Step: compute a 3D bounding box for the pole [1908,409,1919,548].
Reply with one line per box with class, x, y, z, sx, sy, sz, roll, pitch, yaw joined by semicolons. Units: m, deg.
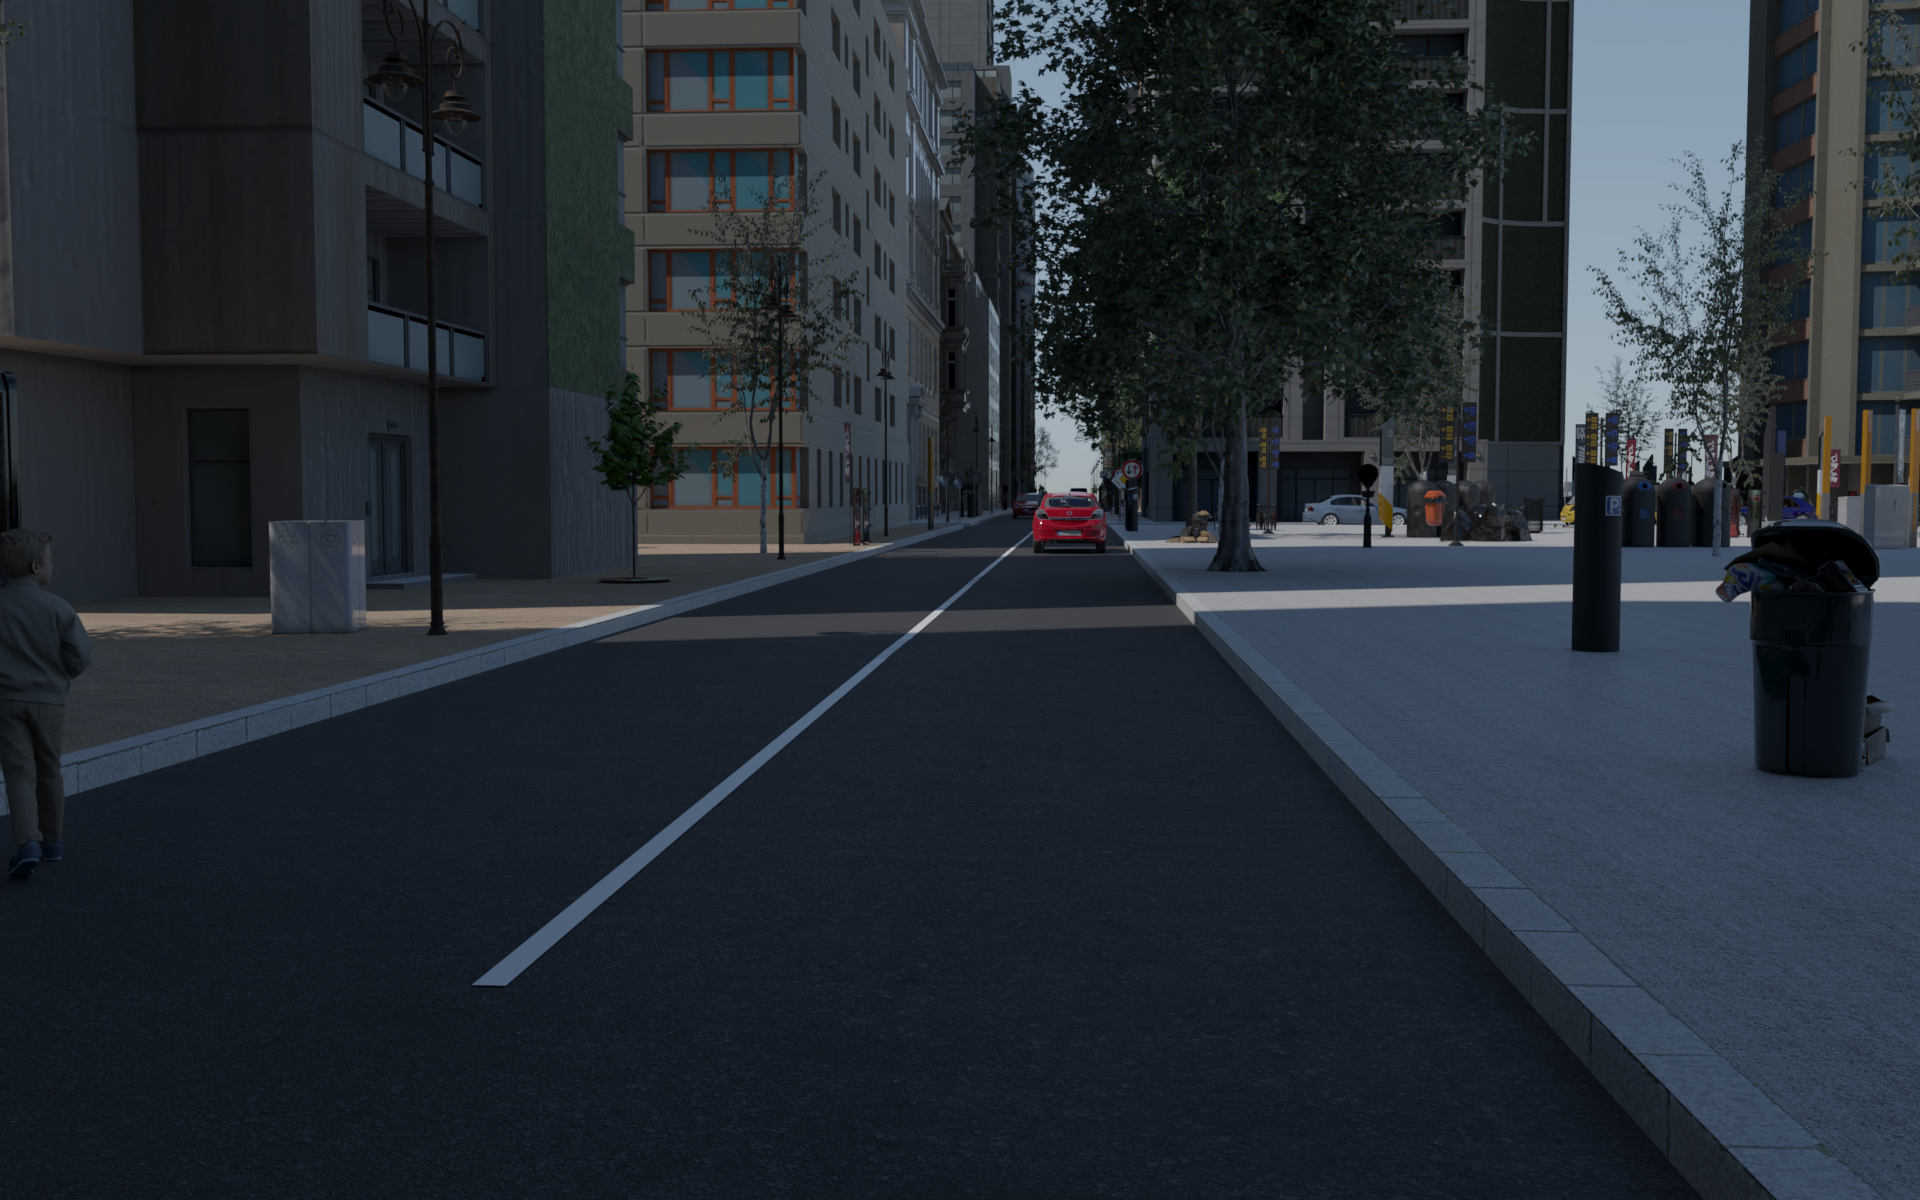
pole;22.833;-2.911;41.444;0.158;3.312;0.155;0;3;0

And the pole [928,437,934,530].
pole;-1.054;-4.179;62.174;0.158;3.312;0.155;0;3;0

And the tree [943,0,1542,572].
tree;4.570;-6.833;28.724;9.611;12.733;9.660;0;3;0

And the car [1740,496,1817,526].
car;33.314;-3.629;71.907;3.894;1.354;1.945;0;4;5

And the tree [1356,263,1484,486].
tree;14.964;-6.457;55.936;4.360;8.622;3.978;0;3;0

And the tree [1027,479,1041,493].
tree;8.846;-13.572;216.496;1.663;3.219;1.824;0;3;0

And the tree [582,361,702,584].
tree;-4.812;-1.861;25.026;1.663;3.219;1.824;0;3;0

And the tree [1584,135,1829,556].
tree;15.417;-5.213;35.600;4.360;8.622;3.978;0;3;0

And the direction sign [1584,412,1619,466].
direction sign;17.842;-3.439;48.227;0.876;3.537;0.379;1;4;13

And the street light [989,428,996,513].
street light;2.141;-8.763;116.067;0.468;5.910;1.993;0;4;4

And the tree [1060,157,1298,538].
tree;6.952;-7.637;50.614;9.928;11.665;9.643;0;3;0

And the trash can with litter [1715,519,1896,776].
trash can with litter;4.034;0.195;8.193;0.624;1.170;1.055;3;5;39

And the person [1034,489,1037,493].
person;5.083;-6.681;118.087;0.721;1.781;0.623;0;4;-8

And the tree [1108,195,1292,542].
tree;5.799;-5.364;38.059;4.737;8.622;4.395;0;3;0

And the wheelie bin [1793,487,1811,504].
wheelie bin;37.059;-4.183;76.303;0.693;1.594;0.980;1;4;20

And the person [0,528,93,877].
person;-3.561;0.378;6.588;0.475;1.303;0.640;-2;4;-31

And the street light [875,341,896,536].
street light;-2.249;-4.880;52.568;0.468;5.910;1.993;0;4;4

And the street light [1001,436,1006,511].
street light;3.347;-9.876;134.259;0.468;5.910;1.993;0;4;4

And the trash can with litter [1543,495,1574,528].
trash can with litter;23.516;-3.385;66.395;2.233;1.210;1.678;1;4;14

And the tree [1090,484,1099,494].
tree;21.169;-17.002;272.591;1.663;3.219;1.824;0;3;0

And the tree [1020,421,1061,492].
tree;9.080;-17.560;221.513;8.767;10.594;7.601;1;4;17

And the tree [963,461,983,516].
tree;0.521;-6.532;101.394;1.663;3.219;1.824;0;3;0

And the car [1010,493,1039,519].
car;4.008;-5.672;101.785;2.155;1.783;4.494;0;4;2

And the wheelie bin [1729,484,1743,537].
wheelie bin;23.095;-2.697;52.011;0.693;1.594;0.980;1;4;16

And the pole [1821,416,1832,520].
pole;22.698;-3.152;45.386;0.158;3.312;0.155;0;3;0

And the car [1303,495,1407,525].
car;16.629;-3.694;72.391;4.499;1.417;2.014;0;4;3

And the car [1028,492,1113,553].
car;2.753;-2.099;43.353;2.155;1.783;4.494;0;4;4

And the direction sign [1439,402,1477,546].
direction sign;12.271;-3.103;42.729;0.876;3.537;0.379;0;4;5

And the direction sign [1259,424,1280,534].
direction sign;9.987;-3.915;56.013;0.379;3.537;0.876;-3;4;-37

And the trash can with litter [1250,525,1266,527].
trash can with litter;11.094;-3.482;67.990;2.233;1.210;1.678;0;4;-8

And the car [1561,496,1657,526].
car;27.039;-3.766;71.800;3.980;1.641;2.015;0;4;4

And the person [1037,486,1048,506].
person;4.169;-4.759;86.415;0.679;1.850;0.850;0;4;-4

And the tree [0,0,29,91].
tree;-10.368;-3.920;14.460;4.360;8.622;3.978;0;3;0

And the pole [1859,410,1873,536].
pole;22.035;-2.953;42.132;0.158;3.312;0.155;0;3;0

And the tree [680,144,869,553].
tree;-4.176;-5.331;37.518;4.360;8.622;3.978;0;3;0

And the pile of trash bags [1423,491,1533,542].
pile of trash bags;13.847;-2.279;47.021;3.447;1.369;1.912;-2;4;-35

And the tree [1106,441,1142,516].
tree;10.185;-7.278;102.701;4.285;4.588;4.351;0;3;0

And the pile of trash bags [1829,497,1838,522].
pile of trash bags;33.076;-3.260;63.048;1.912;1.369;3.447;-1;4;-23

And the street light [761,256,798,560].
street light;-3.502;-3.732;33.804;0.468;5.910;1.993;0;4;4

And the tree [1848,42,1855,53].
tree;11.828;-4.171;18.559;4.360;8.622;3.978;0;3;0

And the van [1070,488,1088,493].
van;11.810;-10.300;172.793;2.240;2.365;5.245;0;4;3

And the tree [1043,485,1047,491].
tree;13.273;-17.780;285.295;1.663;3.219;1.824;0;3;0

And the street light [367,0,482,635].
street light;-4.767;-2.619;15.615;0.468;5.910;1.993;0;4;4

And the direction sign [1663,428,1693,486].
direction sign;24.669;-4.146;59.779;0.876;3.537;0.379;-1;4;-12
